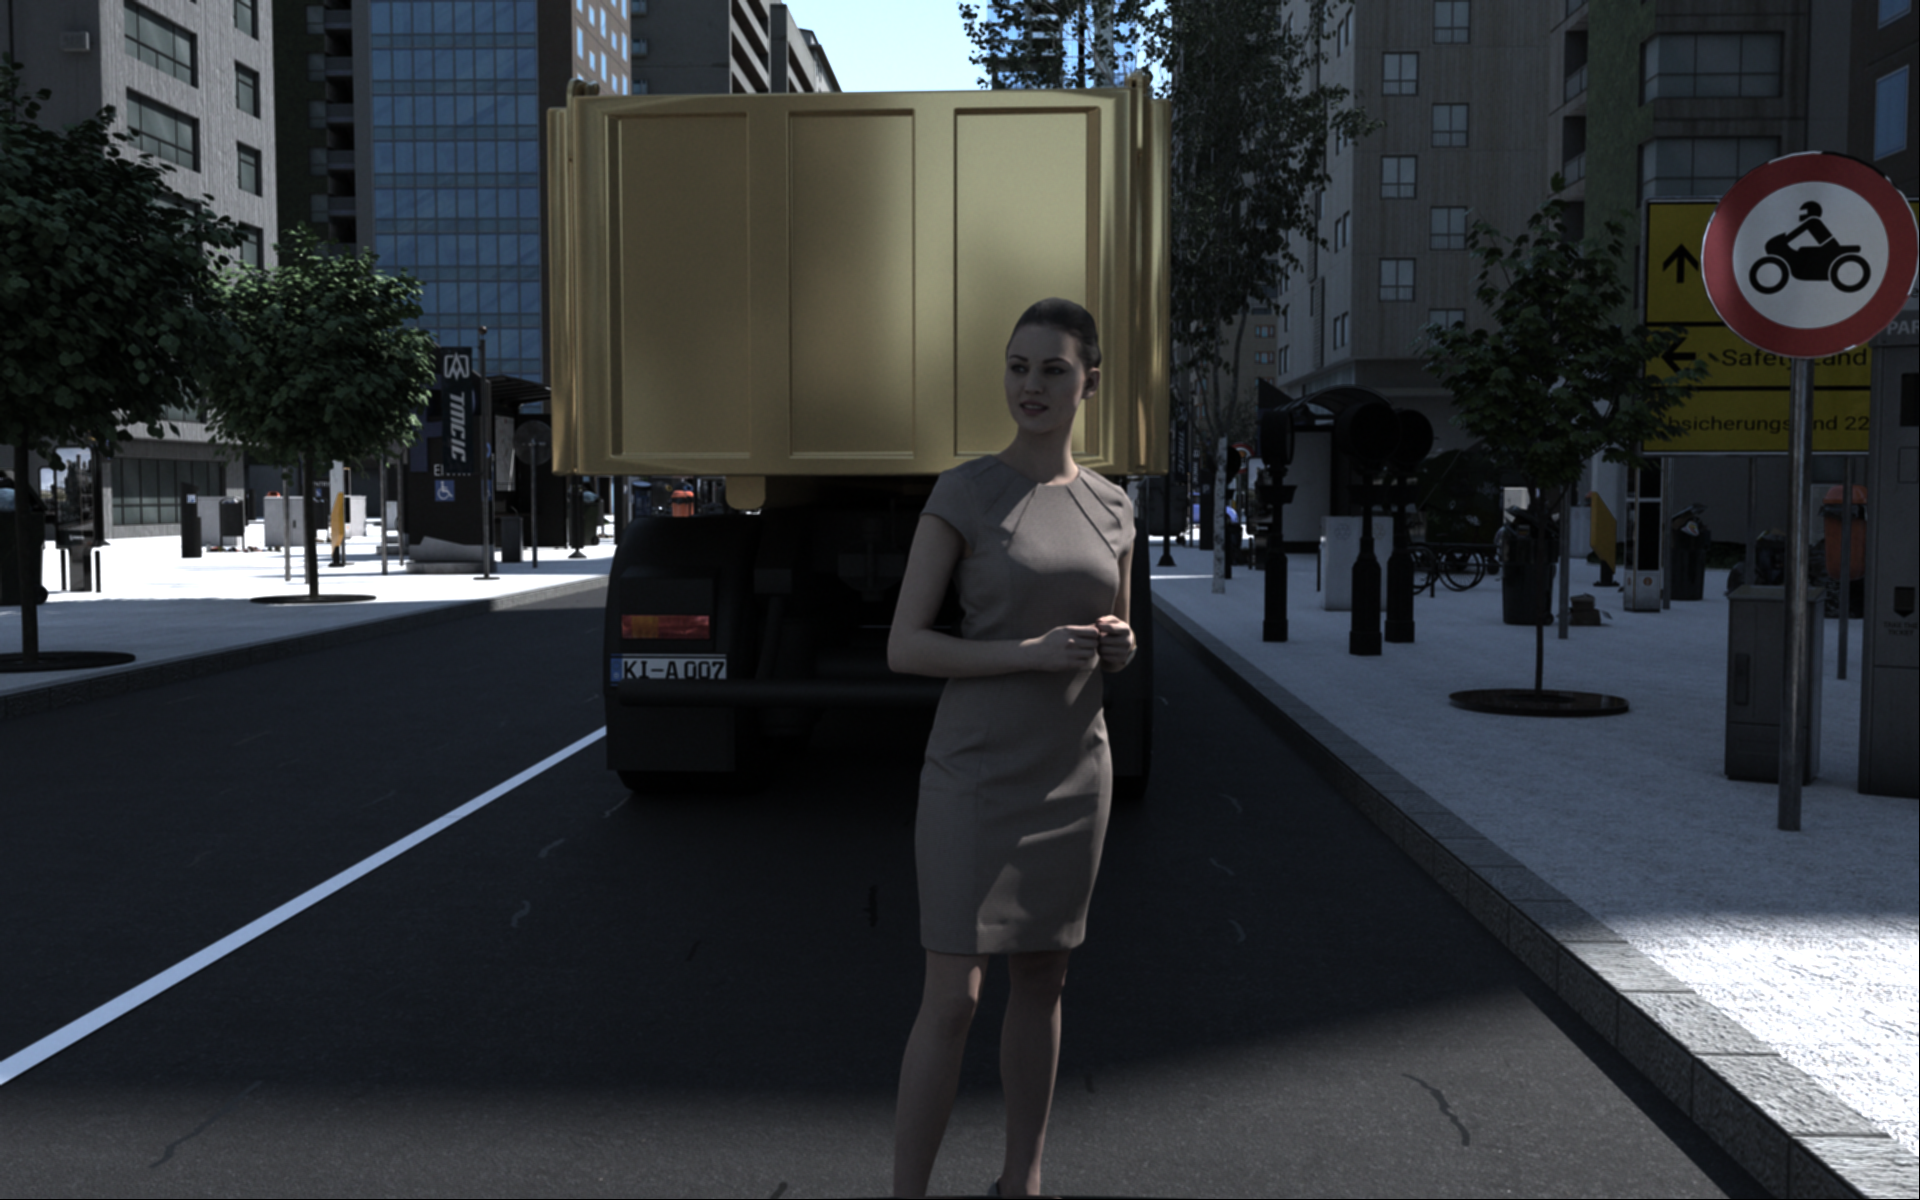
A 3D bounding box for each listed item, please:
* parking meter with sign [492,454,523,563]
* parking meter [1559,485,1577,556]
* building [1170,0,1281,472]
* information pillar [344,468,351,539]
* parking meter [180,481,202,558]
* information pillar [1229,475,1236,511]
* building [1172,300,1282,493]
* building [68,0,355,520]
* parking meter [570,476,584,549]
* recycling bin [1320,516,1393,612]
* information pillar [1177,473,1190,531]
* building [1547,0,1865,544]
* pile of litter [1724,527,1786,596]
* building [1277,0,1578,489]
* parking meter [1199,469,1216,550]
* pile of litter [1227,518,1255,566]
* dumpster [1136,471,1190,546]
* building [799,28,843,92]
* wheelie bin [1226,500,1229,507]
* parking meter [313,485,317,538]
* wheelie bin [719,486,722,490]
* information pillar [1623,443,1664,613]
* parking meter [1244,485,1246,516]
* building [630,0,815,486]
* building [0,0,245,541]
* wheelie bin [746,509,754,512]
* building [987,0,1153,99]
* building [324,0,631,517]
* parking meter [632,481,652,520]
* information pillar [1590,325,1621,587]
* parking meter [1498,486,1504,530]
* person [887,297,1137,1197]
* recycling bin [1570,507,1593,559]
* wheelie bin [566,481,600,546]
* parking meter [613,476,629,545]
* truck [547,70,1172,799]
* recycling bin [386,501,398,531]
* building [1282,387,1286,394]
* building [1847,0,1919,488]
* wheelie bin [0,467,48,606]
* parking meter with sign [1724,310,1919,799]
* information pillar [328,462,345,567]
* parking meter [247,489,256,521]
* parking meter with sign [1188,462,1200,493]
[{"bbox_3d":[-9.103,-2.213,32.442,1.738,3.016,0.543,0,4,-5],"label":"parking meter with sign"},{"bbox_3d":[12.477,-1.826,35.569,0.255,1.863,0.399,0,4,4],"label":"parking meter"},{"bbox_3d":[33.734,-46.889,204.894,20.563,71.187,20.611,0,4,2],"label":"building"},{"bbox_3d":[-17.484,-2.726,49.068,0.304,2.012,0.304,1,4,18],"label":"information pillar"},{"bbox_3d":[-15.468,-1.616,34.832,0.372,1.533,0.369,0,3,0],"label":"parking meter"},{"bbox_3d":[14.186,-6.041,90.130,0.183,3.616,0.504,-2,4,-29],"label":"information pillar"},{"bbox_3d":[37.352,-20.562,181.223,27.650,21.520,28.899,0,4,2],"label":"building"},{"bbox_3d":[-40.938,-20.172,101.519,14.107,30.474,14.160,0,4,2],"label":"building"},{"bbox_3d":[-9.015,-2.143,40.754,0.255,1.863,0.399,-1,4,-21],"label":"parking meter"},{"bbox_3d":[4.401,-0.409,19.249,0.722,1.027,0.722,0,4,7],"label":"recycling bin"},{"bbox_3d":[7.858,-3.455,60.977,0.304,2.012,0.304,-3,4,-37],"label":"information pillar"},{"bbox_3d":[24.291,-22.319,48.510,14.154,41.232,14.086,0,4,2],"label":"building"},{"bbox_3d":[10.505,-0.488,21.945,1.719,0.858,1.176,0,4,4],"label":"pile of litter"},{"bbox_3d":[34.304,-31.514,104.494,27.495,52.752,28.713,0,4,2],"label":"building"},{"bbox_3d":[5.705,-2.075,39.639,0.399,1.863,0.255,3,5,39],"label":"parking meter"},{"bbox_3d":[5.193,-1.077,31.582,1.176,0.858,1.719,2,4,23],"label":"pile of litter"},{"bbox_3d":[5.120,-2.321,43.710,1.264,1.857,1.865,0,4,2],"label":"dumpster"},{"bbox_3d":[-28.194,-37.569,203.487,27.495,52.752,28.713,0,4,2],"label":"building"},{"bbox_3d":[12.423,-4.549,82.290,0.980,1.594,0.693,-3,4,-38],"label":"wheelie bin"},{"bbox_3d":[-19.020,-2.584,50.665,0.372,1.533,0.369,0,3,0],"label":"parking meter"},{"bbox_3d":[-9.704,-3.818,70.329,0.693,1.594,0.980,-1,4,-14],"label":"wheelie bin"},{"bbox_3d":[7.431,-0.876,18.815,0.304,2.012,0.304,0,3,0],"label":"information pillar"},{"bbox_3d":[16.516,-5.729,99.387,0.255,1.863,0.399,3,5,39],"label":"parking meter"},{"bbox_3d":[-25.748,-33.218,166.821,21.300,48.544,21.600,0,4,2],"label":"building"},{"bbox_3d":[-29.854,-17.250,53.740,14.107,30.474,14.160,0,4,2],"label":"building"},{"bbox_3d":[-15.095,-7.159,124.951,0.693,1.594,0.980,2,4,34],"label":"wheelie bin"},{"bbox_3d":[15.801,-58.012,261.170,31.000,86.520,22.319,0,4,2],"label":"building"},{"bbox_3d":[-27.543,-27.566,100.809,14.600,45.320,14.200,0,4,2],"label":"building"},{"bbox_3d":[-5.934,-1.463,32.335,0.372,1.533,0.369,0,3,0],"label":"parking meter"},{"bbox_3d":[8.930,-1.993,23.948,0.504,3.616,0.183,-2,4,-35],"label":"information pillar"},{"bbox_3d":[15.937,-2.628,51.372,0.372,1.533,0.369,0,3,0],"label":"parking meter"},{"bbox_3d":[0.108,0.351,3.098,0.599,1.781,0.374,-2,4,-27],"label":"person"},{"bbox_3d":[12.582,-1.359,34.771,0.722,1.027,0.722,-1,4,-14],"label":"recycling bin"},{"bbox_3d":[-9.370,-2.145,42.983,0.980,1.594,0.693,2,4,29],"label":"wheelie bin"},{"bbox_3d":[-8.574,-2.332,43.836,0.255,1.863,0.399,1,4,14],"label":"parking meter"},{"bbox_3d":[-0.110,-0.972,11.823,3.469,3.379,9.791,0,4,4],"label":"truck"},{"bbox_3d":[-19.750,-2.958,60.913,0.722,1.027,0.722,0,4,8],"label":"recycling bin"},{"bbox_3d":[32.148,-29.294,129.064,14.600,45.320,14.200,0,4,2],"label":"building"},{"bbox_3d":[24.301,-23.007,26.269,14.600,45.320,14.200,0,4,2],"label":"building"},{"bbox_3d":[-11.002,-0.742,20.038,0.980,1.594,0.693,3,5,40],"label":"wheelie bin"},{"bbox_3d":[4.229,-0.677,7.327,1.738,3.016,0.543,2,4,33],"label":"parking meter with sign"},{"bbox_3d":[-10.954,-2.387,30.388,0.183,3.616,0.504,-3,4,-37],"label":"information pillar"},{"bbox_3d":[-34.184,-4.597,83.569,0.372,1.533,0.369,0,3,0],"label":"parking meter"},{"bbox_3d":[13.334,-6.017,94.636,1.738,3.016,0.543,3,5,39],"label":"parking meter with sign"}]
